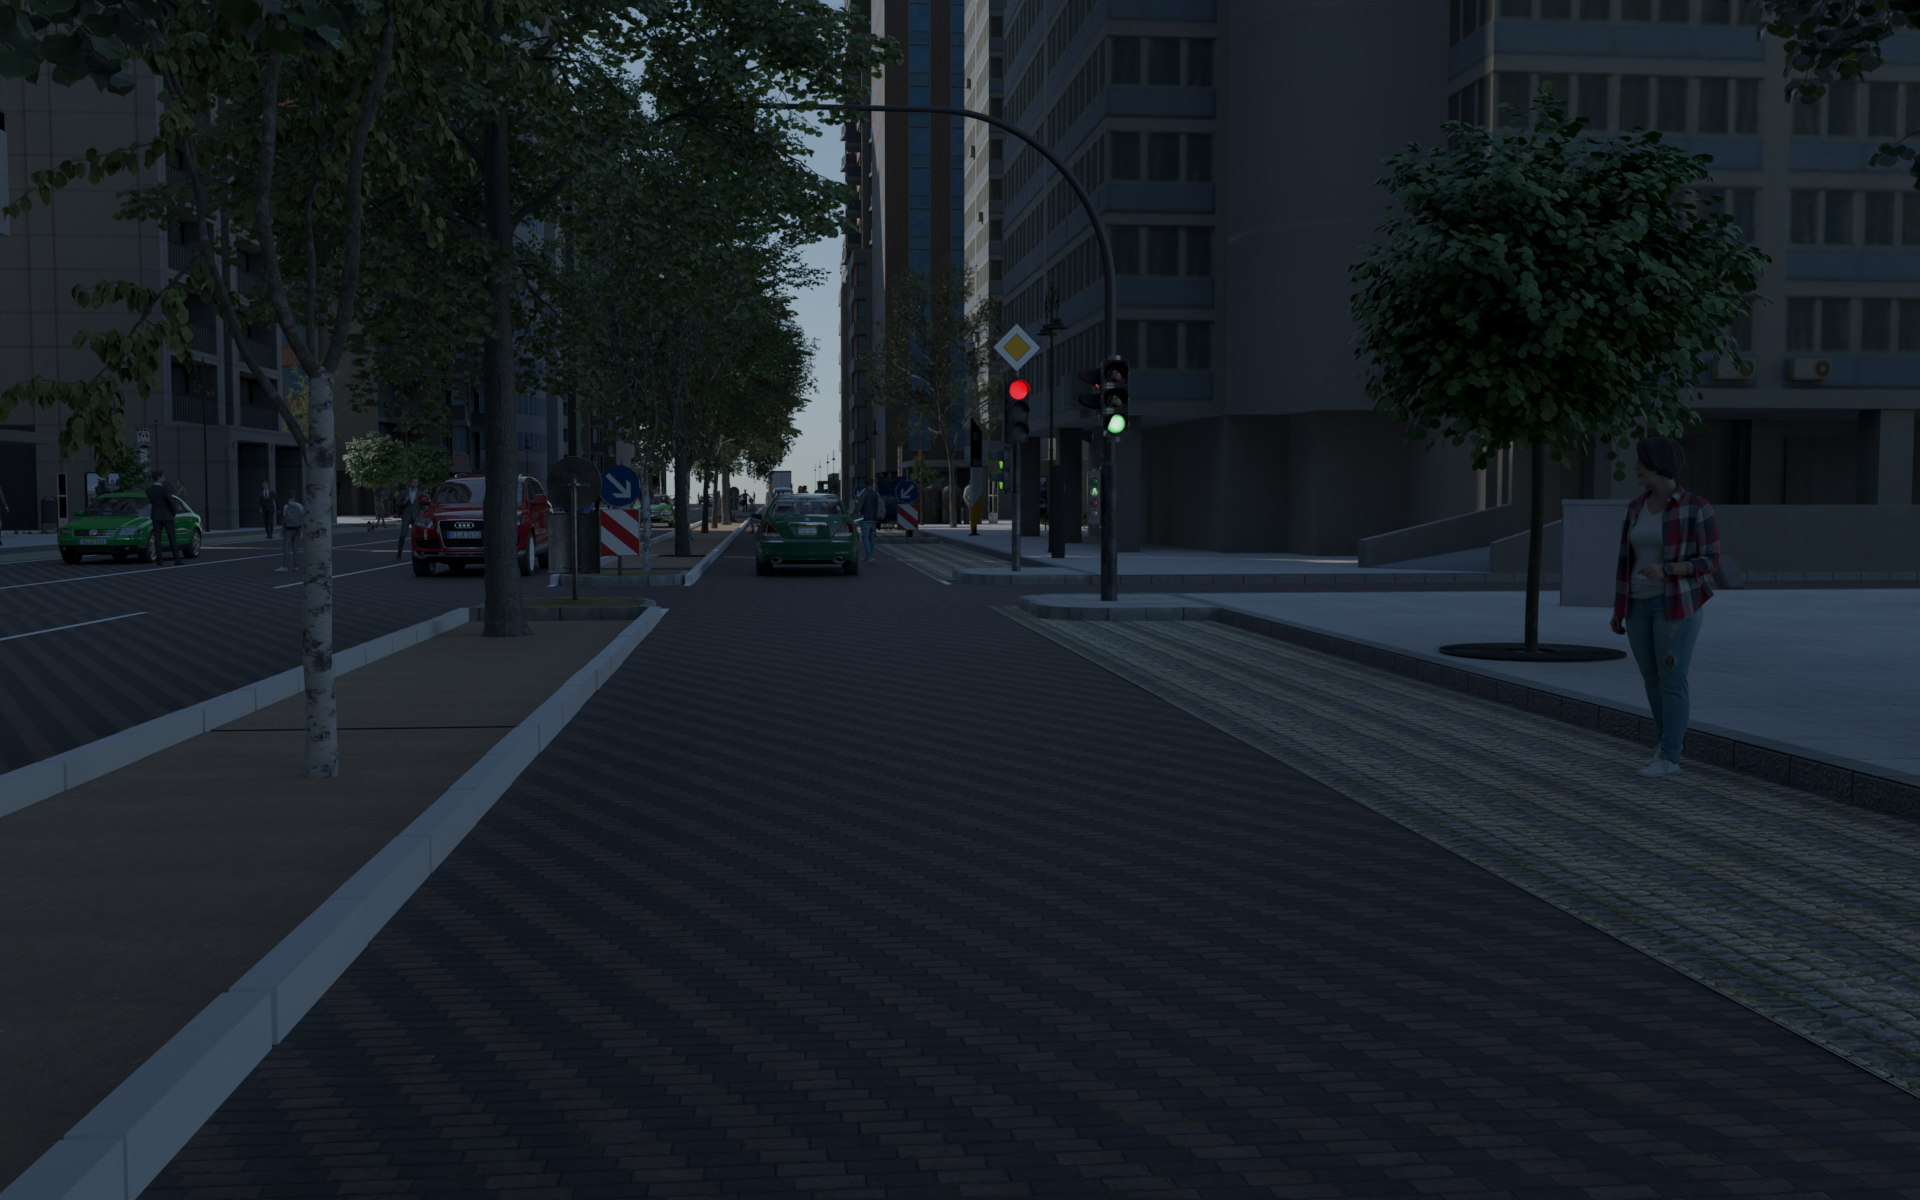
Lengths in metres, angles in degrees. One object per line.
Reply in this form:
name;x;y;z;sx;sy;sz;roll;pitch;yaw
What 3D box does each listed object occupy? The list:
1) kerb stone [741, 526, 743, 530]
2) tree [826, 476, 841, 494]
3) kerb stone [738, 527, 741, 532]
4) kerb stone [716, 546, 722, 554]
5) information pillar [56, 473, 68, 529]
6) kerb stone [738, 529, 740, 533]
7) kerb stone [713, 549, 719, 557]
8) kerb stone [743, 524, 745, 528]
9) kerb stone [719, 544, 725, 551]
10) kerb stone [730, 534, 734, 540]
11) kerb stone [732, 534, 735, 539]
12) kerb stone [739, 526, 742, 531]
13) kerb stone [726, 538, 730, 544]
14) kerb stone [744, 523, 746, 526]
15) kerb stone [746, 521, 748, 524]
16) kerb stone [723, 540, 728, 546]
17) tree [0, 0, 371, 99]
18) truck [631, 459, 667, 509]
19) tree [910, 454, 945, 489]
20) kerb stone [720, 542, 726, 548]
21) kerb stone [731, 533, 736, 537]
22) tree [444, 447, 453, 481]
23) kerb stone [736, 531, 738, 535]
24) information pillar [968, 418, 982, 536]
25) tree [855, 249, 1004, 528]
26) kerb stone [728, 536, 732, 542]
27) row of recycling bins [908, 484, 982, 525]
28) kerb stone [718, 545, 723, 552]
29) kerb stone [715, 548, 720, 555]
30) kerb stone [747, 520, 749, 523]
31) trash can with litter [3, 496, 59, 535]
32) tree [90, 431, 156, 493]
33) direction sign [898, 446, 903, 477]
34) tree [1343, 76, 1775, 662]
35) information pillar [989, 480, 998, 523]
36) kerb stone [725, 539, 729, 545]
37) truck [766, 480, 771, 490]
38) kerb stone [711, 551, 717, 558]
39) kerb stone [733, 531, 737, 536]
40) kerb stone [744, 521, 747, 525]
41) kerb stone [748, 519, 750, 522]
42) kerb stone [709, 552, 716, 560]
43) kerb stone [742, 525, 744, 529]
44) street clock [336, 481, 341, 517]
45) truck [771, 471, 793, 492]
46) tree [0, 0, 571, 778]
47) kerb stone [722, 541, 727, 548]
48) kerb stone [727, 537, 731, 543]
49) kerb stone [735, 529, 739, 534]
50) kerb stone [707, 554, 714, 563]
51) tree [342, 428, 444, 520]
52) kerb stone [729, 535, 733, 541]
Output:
kerb stone;-8.268;-2.594;64.605;0.120;0.150;1.000;0;4;-6
tree;-13.407;-11.752;186.742;1.663;3.219;1.824;0;3;0
kerb stone;-7.942;-2.407;61.547;0.120;0.150;1.000;0;4;-6
kerb stone;-5.650;-1.096;40.139;0.120;0.150;1.000;0;4;-6
information pillar;-30.954;-3.378;59.730;0.304;2.012;0.304;-2;4;-30
kerb stone;-7.723;-2.283;59.515;0.120;0.150;1.000;0;4;-6
kerb stone;-5.435;-0.973;38.096;0.120;0.150;1.000;0;4;-6
kerb stone;-8.705;-2.841;68.694;0.120;0.150;1.000;0;4;-6
kerb stone;-5.867;-1.216;42.172;0.120;0.150;1.000;0;4;-6
kerb stone;-6.857;-1.781;51.351;0.120;0.150;1.000;0;4;-6
kerb stone;-6.961;-1.846;52.378;0.120;0.150;1.000;0;4;-6
kerb stone;-8.155;-2.530;63.580;0.120;0.150;1.000;0;4;-6
kerb stone;-6.414;-1.534;47.270;0.120;0.150;1.000;0;4;-6
kerb stone;-8.918;-2.968;70.726;0.120;0.150;1.000;0;4;-6
kerb stone;-9.465;-3.278;75.827;0.120;0.150;1.000;0;4;-6
kerb stone;-6.204;-1.407;45.232;0.120;0.150;1.000;0;4;-6
tree;-2.431;-5.633;1.216;9.857;13.997;8.962;0;3;0
truck;-25.095;-9.210;139.501;2.839;4.237;11.283;0;4;-7
tree;-1.742;-5.004;76.410;1.663;3.219;1.824;0;3;0
kerb stone;-5.982;-1.284;43.192;0.120;0.150;1.000;0;4;-6
kerb stone;-7.072;-1.909;53.400;0.120;0.150;1.000;0;4;-6
tree;-30.261;-6.981;97.853;4.285;4.588;4.351;0;3;0
kerb stone;-7.397;-2.096;56.460;0.120;0.150;1.000;0;4;-6
information pillar;0.492;-3.793;53.376;0.183;3.616;0.504;3;5;40
tree;-0.165;-8.012;65.405;8.767;10.594;7.601;1;4;10
kerb stone;-6.630;-1.656;49.305;0.120;0.150;1.000;0;4;-6
row of recycling bins;-0.668;-4.080;73.819;3.534;1.692;1.069;2;4;28
kerb stone;-5.759;-1.160;41.155;0.120;0.150;1.000;0;4;-6
kerb stone;-5.544;-1.030;39.123;0.120;0.150;1.000;0;4;-6
kerb stone;-9.685;-3.401;77.869;0.120;0.150;1.000;0;4;-6
trash can with litter;-29.599;-2.715;55.445;1.678;1.210;2.233;3;4;36
tree;-25.470;-3.575;53.045;1.663;3.219;1.824;0;3;0
direction sign;-2.832;-5.506;82.018;0.379;3.537;0.876;-1;4;-16
tree;4.560;-1.833;13.676;4.285;4.588;4.351;0;3;0
information pillar;1.463;-4.371;75.964;0.304;2.012;0.304;-3;4;-38
kerb stone;-6.301;-1.470;46.252;0.120;0.150;1.000;0;4;-6
truck;-24.199;-14.738;229.886;2.839;4.237;11.283;0;4;-7
kerb stone;-5.332;-0.910;37.076;0.120;0.150;1.000;0;4;-6
kerb stone;-7.286;-2.033;55.440;0.120;0.150;1.000;0;4;-6
kerb stone;-9.249;-3.156;73.791;0.120;0.150;1.000;0;4;-6
kerb stone;-10.011;-3.592;80.930;0.120;0.150;1.000;0;4;-6
kerb stone;-5.220;-0.848;36.060;0.120;0.150;1.000;0;4;-6
kerb stone;-8.489;-2.719;66.650;0.120;0.150;1.000;0;4;-6
street clock;-35.589;-5.775;98.989;0.358;2.002;0.471;0;4;6
truck;-21.854;-13.635;211.847;2.839;4.237;11.283;0;4;-6
tree;-3.288;-3.418;8.712;4.737;8.622;4.395;0;3;0
kerb stone;-6.079;-1.342;44.215;0.120;0.150;1.000;0;4;-6
kerb stone;-6.525;-1.596;48.286;0.120;0.150;1.000;0;4;-6
kerb stone;-7.620;-2.220;58.498;0.120;0.150;1.000;0;4;-6
kerb stone;-5.112;-0.785;35.042;0.120;0.150;1.000;0;4;-6
tree;-29.060;-6.275;86.317;4.285;4.588;4.351;0;3;0
kerb stone;-6.740;-1.721;50.328;0.120;0.150;1.000;0;4;-6
